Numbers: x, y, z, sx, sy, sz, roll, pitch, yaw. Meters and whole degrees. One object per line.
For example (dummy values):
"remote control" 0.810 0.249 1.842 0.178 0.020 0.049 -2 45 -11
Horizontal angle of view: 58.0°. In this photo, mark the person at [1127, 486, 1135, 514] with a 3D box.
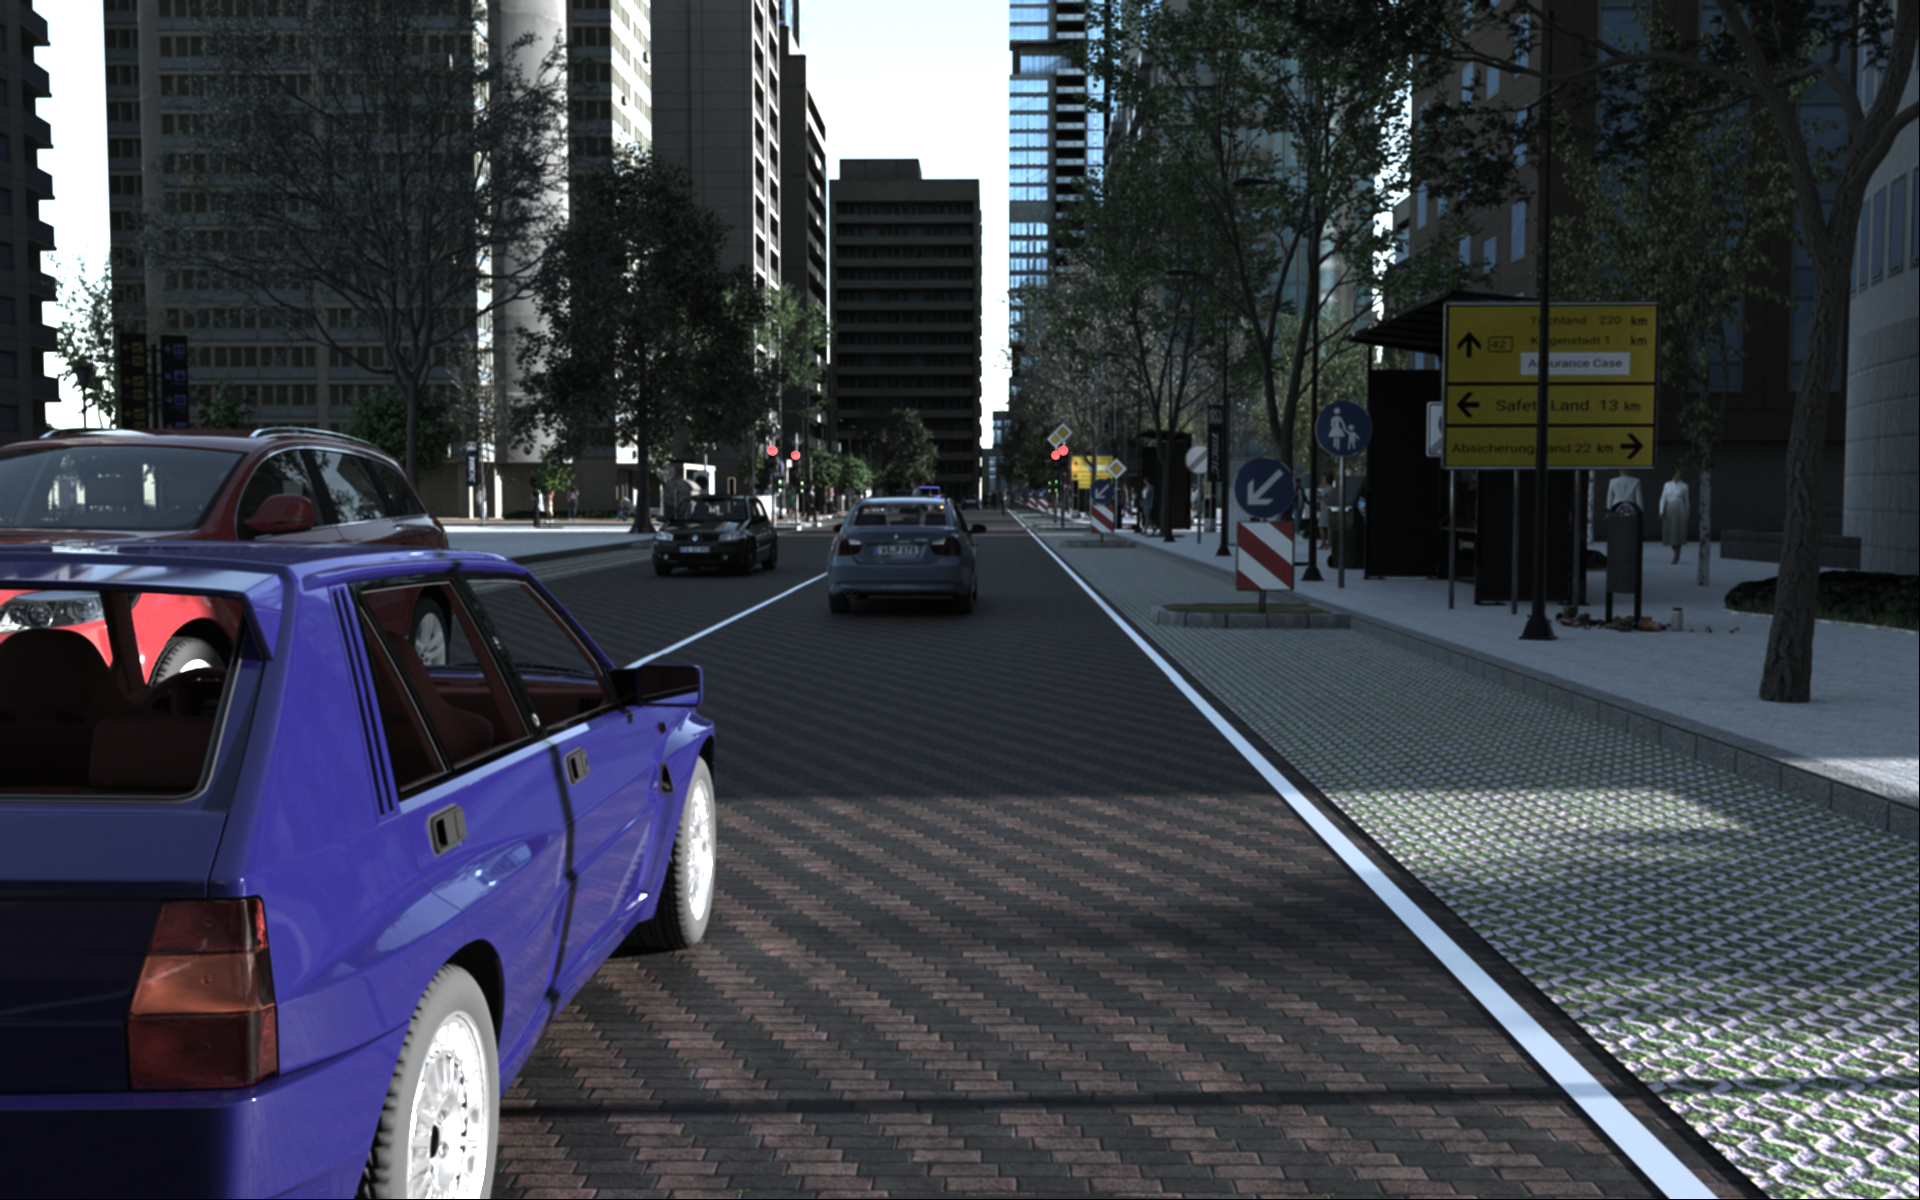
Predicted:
"person" 11.065 -6.483 112.385 0.623 1.781 0.721 0 4 1

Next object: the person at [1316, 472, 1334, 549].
"person" 8.400 -2.065 40.168 0.532 1.782 0.716 0 4 -7

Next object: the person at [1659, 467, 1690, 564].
"person" 13.185 -1.567 31.896 0.478 1.798 0.641 3 5 41

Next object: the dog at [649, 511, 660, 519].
"dog" -14.018 -3.806 79.065 0.406 0.507 0.540 2 4 29

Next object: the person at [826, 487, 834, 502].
"person" -10.394 -8.108 138.580 0.573 1.828 0.580 1 4 13

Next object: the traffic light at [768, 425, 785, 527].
"traffic light" -7.335 -4.853 68.273 0.839 4.253 0.868 0 4 1

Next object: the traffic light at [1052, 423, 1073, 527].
"traffic light" 4.024 -4.841 68.079 0.839 4.253 0.868 0 4 1

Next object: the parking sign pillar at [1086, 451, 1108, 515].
"parking sign pillar" 8.499 -7.272 107.363 1.447 3.967 1.447 -1 4 -12

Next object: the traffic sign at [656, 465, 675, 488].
"traffic sign" -11.709 -4.203 68.824 0.768 2.556 0.104 0 4 3

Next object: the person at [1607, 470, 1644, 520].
"person" 10.720 -1.343 27.872 0.514 1.842 0.818 0 4 7

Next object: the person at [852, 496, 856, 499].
"person" -8.924 -8.416 144.309 0.598 1.740 0.731 3 5 41

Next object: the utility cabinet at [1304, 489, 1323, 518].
"utility cabinet" 15.711 -4.118 76.016 1.173 1.500 0.318 2 4 32

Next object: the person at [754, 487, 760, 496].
"person" -12.075 -5.867 102.148 0.592 1.802 0.473 1 4 22

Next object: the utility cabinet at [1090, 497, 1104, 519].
"utility cabinet" 6.917 -4.805 87.245 0.318 1.500 1.173 2 4 28

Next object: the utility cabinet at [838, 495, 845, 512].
"utility cabinet" -8.580 -6.958 124.924 0.306 1.237 1.020 -2 4 -26

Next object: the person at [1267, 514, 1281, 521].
"person" 5.007 -1.066 27.757 0.394 1.301 0.425 0 4 -1

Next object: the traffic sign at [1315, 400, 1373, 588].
"traffic sign" 5.223 -1.440 23.649 0.768 2.556 0.104 0 4 6

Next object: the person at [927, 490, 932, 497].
"person" -2.203 -7.338 129.018 0.519 1.759 0.362 -2 4 -33

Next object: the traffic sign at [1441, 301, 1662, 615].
"traffic sign" 6.235 -1.497 18.355 2.265 3.308 0.079 0 4 2

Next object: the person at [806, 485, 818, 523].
"person" -6.895 -4.442 80.899 0.755 1.850 0.659 3 5 41

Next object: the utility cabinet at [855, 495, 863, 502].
"utility cabinet" -8.600 -8.342 147.550 0.306 1.237 1.020 -2 4 -31

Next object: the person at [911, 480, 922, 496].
"person" -1.188 -2.326 46.655 0.853 1.813 0.709 -1 4 -11

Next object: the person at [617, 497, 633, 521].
"person" -15.952 -4.341 82.519 0.738 1.151 1.012 1 4 22

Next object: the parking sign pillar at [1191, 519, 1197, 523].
"parking sign pillar" 9.787 -5.392 76.624 1.447 3.967 1.447 0 4 8

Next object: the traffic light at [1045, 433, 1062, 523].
"traffic light" 4.173 -5.330 76.063 0.839 4.253 0.868 0 4 1

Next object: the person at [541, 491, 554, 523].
"person" -18.109 -4.287 76.117 0.580 1.828 0.573 0 4 -4

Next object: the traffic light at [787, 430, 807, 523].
"traffic light" -7.187 -5.342 76.257 0.839 4.253 0.868 0 4 1

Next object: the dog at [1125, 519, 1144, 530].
"dog" 6.197 -2.662 61.255 0.550 0.427 0.748 -3 4 -38

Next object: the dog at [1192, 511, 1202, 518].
"dog" 12.472 -4.479 90.963 0.748 0.427 0.550 3 5 39

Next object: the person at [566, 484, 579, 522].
"person" -18.125 -4.543 80.909 0.593 1.750 0.643 -1 4 -15

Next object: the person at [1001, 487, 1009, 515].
"person" 3.088 -6.765 118.472 0.474 1.900 0.648 1 4 17

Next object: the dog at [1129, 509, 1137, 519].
"dog" 9.022 -4.443 89.482 0.540 0.507 0.406 -1 4 -12

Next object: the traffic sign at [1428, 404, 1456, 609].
"traffic sign" 5.491 -1.050 19.292 0.606 2.300 0.079 0 4 5

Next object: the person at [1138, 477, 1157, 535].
"person" 5.912 -2.943 54.188 0.654 1.822 0.581 -1 4 -18

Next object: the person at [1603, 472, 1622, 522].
"person" 13.009 -1.675 34.016 0.643 1.750 0.593 -2 4 -24

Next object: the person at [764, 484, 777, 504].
"person" -9.680 -5.037 88.416 0.660 1.820 0.620 -1 4 -16

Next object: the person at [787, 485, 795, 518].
"person" -9.235 -5.385 94.328 0.600 1.795 0.529 3 4 37

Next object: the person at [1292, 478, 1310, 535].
"person" 10.505 -2.903 53.853 0.623 1.781 0.721 -3 4 -39

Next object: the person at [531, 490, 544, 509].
"person" -21.857 -5.102 89.815 0.721 1.781 0.623 0 4 7

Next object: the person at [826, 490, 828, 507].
"person" -11.172 -8.642 147.318 0.794 1.824 0.713 0 4 -5

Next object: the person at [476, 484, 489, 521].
"person" -22.908 -4.673 83.116 0.598 1.740 0.731 -1 4 -19

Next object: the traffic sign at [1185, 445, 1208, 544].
"traffic sign" 6.184 -2.728 44.713 0.768 2.556 0.104 1 4 10

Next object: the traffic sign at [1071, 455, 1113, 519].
"traffic sign" 6.929 -5.923 90.718 2.265 3.308 0.079 0 4 4

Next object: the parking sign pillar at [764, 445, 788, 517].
"parking sign pillar" -10.255 -6.574 95.958 1.447 3.967 1.447 3 5 40

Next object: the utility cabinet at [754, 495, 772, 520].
"utility cabinet" -9.740 -4.562 85.755 1.020 1.237 0.306 -3 5 -41

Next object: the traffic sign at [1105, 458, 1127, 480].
"traffic sign" 5.694 -3.864 62.912 0.795 2.593 0.064 0 4 7
